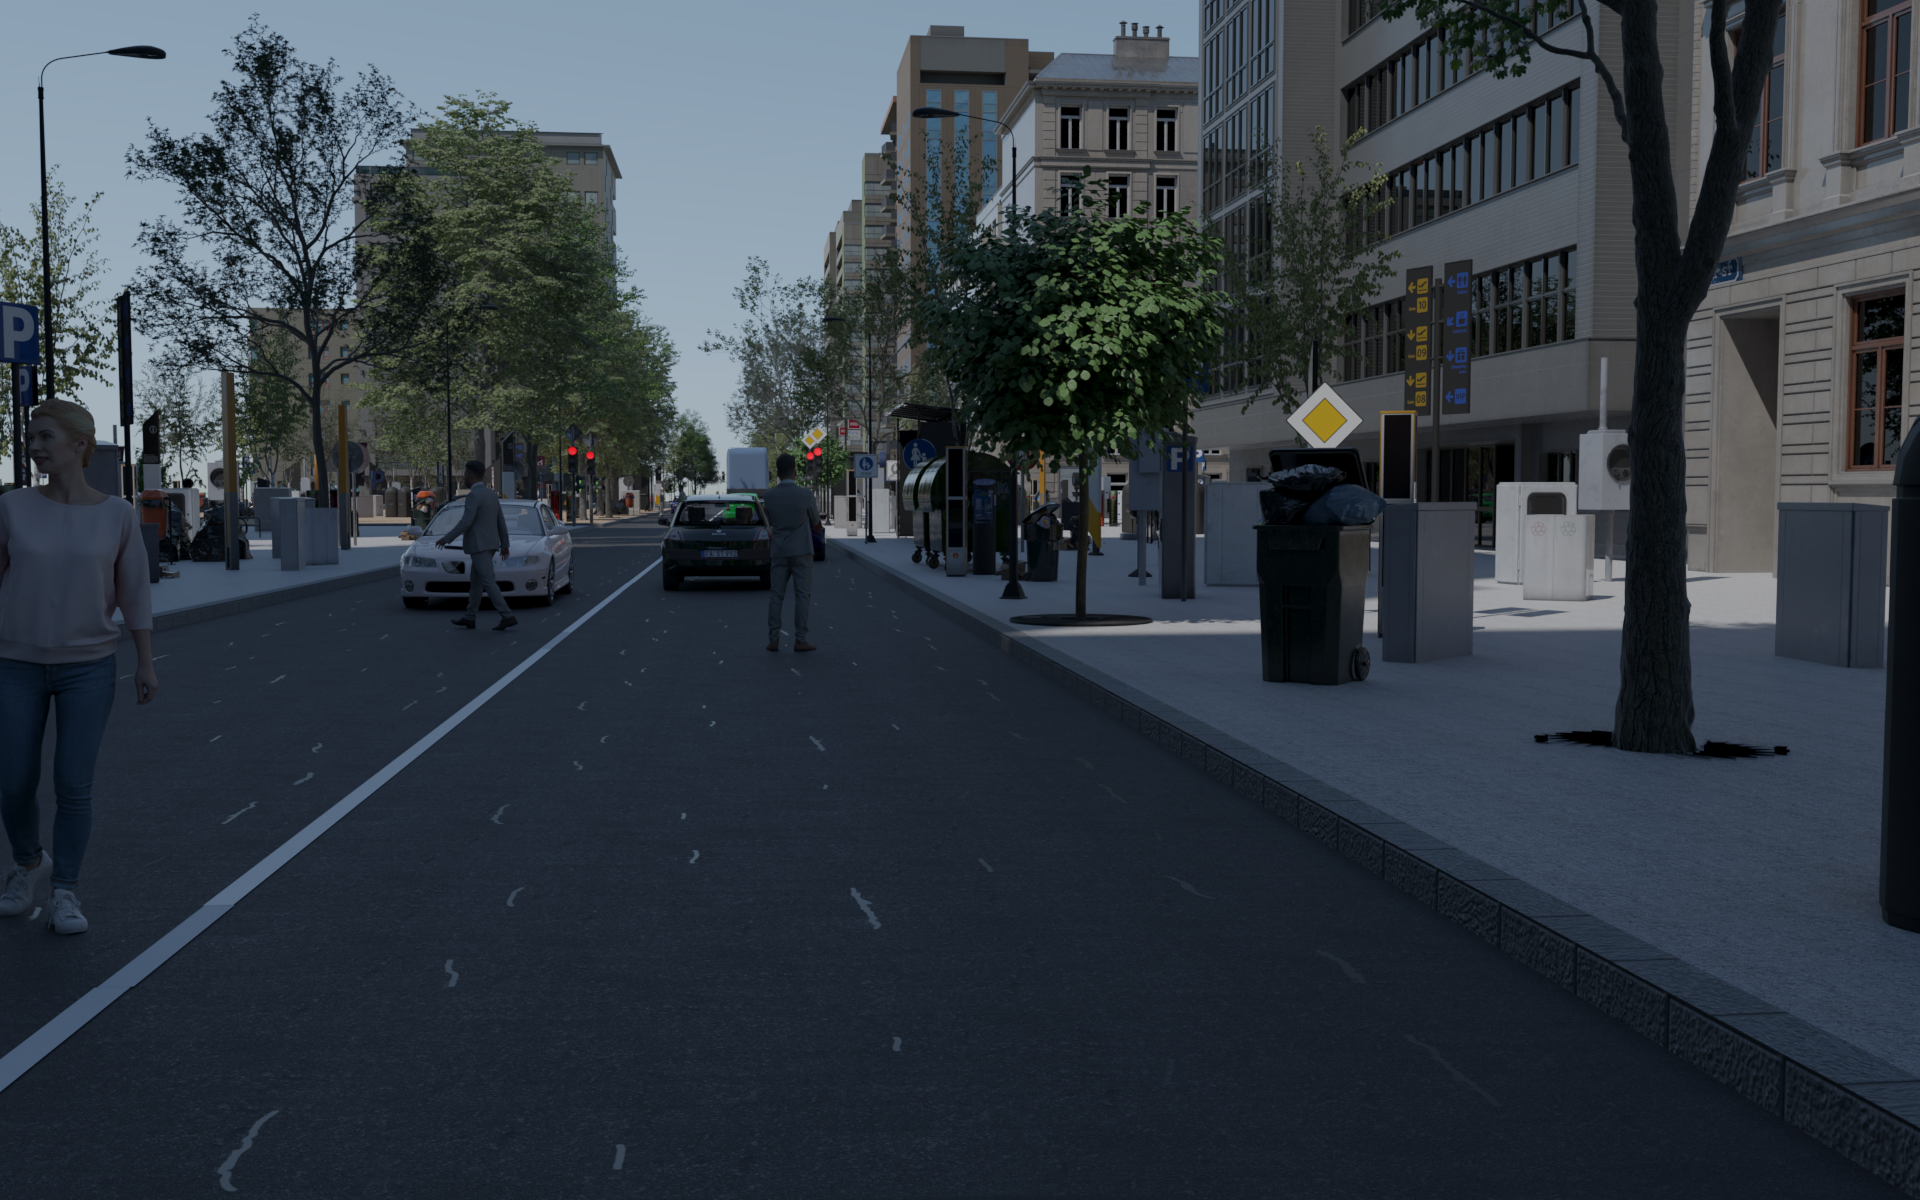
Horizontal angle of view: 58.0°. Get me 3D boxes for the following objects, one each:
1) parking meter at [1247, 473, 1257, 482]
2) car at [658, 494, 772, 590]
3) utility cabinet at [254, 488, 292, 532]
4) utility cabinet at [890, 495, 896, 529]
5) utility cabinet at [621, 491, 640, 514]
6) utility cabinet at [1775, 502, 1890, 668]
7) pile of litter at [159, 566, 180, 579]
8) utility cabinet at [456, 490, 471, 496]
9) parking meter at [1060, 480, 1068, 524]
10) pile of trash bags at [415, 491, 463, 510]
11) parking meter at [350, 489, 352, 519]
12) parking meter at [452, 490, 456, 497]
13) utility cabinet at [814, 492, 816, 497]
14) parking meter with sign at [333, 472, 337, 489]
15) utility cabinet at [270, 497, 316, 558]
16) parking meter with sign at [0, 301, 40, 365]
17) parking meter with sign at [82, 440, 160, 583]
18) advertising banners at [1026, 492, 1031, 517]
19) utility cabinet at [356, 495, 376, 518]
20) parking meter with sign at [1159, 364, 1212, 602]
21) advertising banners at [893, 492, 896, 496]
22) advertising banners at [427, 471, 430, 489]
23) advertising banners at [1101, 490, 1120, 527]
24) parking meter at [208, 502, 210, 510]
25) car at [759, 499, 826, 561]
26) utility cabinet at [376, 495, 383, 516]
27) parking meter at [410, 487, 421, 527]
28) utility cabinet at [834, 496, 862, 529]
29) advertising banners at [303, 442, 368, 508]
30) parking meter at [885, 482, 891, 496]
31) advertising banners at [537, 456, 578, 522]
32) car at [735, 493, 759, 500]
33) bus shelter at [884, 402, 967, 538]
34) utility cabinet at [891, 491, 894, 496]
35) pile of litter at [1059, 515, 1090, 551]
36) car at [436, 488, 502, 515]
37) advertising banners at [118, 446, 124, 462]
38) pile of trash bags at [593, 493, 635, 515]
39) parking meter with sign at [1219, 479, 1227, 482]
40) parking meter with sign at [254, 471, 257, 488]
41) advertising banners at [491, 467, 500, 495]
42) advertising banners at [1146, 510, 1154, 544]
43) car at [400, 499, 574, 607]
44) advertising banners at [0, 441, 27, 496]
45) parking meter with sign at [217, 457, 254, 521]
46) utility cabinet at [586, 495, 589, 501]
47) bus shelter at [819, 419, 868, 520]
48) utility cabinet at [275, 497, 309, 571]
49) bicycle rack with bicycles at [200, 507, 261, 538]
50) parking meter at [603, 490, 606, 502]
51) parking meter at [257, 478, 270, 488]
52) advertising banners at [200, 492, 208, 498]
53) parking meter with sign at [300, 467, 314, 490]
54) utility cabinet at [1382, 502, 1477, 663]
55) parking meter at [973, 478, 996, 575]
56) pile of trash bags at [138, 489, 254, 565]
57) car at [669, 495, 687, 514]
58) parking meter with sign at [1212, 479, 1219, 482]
[{"bbox_3d":[8.013,-2.561,47.590,0.255,1.863,0.399,0,4,2],"label":"parking meter"},{"bbox_3d":[-3.771,-1.071,27.301,2.009,1.686,4.222,0,4,-7],"label":"car"},{"bbox_3d":[-23.206,-3.048,58.513,1.173,1.500,0.318,0,4,-1],"label":"utility cabinet"},{"bbox_3d":[-2.693,-3.234,64.034,0.306,1.237,1.020,-3,4,-37],"label":"utility cabinet"},{"bbox_3d":[-20.846,-6.170,109.555,1.173,1.500,0.318,0,4,2],"label":"utility cabinet"},{"bbox_3d":[6.654,-0.127,13.243,0.306,1.237,1.020,0,4,-4],"label":"utility cabinet"},{"bbox_3d":[-12.733,-0.772,26.591,1.719,0.858,1.176,3,5,43],"label":"pile of litter"},{"bbox_3d":[-25.188,-4.901,88.810,1.173,1.500,0.318,-2,4,-29],"label":"utility cabinet"},{"bbox_3d":[4.257,-3.975,70.704,0.255,1.863,0.399,-1,4,-9],"label":"parking meter"},{"bbox_3d":[-15.409,-2.662,53.269,1.912,1.369,3.447,2,4,25],"label":"pile of trash bags"},{"bbox_3d":[-21.868,-3.421,61.647,0.399,1.863,0.255,-1,4,-17],"label":"parking meter"},{"bbox_3d":[-34.259,-6.643,117.026,0.372,1.533,0.369,0,3,0],"label":"parking meter"},{"bbox_3d":[-10.956,-7.882,137.545,1.173,1.500,0.318,1,4,11],"label":"utility cabinet"},{"bbox_3d":[-40.921,-7.194,113.881,0.543,3.016,1.738,0,4,-4],"label":"parking meter with sign"},{"bbox_3d":[-13.469,-1.460,35.034,0.306,1.237,1.020,1,4,18],"label":"utility cabinet"},{"bbox_3d":[-9.450,-1.211,16.057,1.738,3.016,0.543,1,4,11],"label":"parking meter with sign"},{"bbox_3d":[-12.216,-1.716,24.321,0.543,3.016,1.738,3,4,38],"label":"parking meter with sign"},{"bbox_3d":[2.731,-5.559,87.070,2.074,3.025,0.090,0,4,-5],"label":"advertising banners"},{"bbox_3d":[-32.397,-5.071,94.074,0.306,1.237,1.020,3,4,38],"label":"utility cabinet"},{"bbox_3d":[2.713,-1.538,21.405,0.543,3.016,1.738,0,4,3],"label":"parking meter with sign"},{"bbox_3d":[-3.766,-6.905,109.080,0.090,3.025,2.074,1,4,20],"label":"advertising banners"},{"bbox_3d":[-40.802,-8.397,133.484,0.090,3.025,2.074,0,4,-4],"label":"advertising banners"},{"bbox_3d":[5.548,-4.420,68.452,0.090,3.025,2.074,-3,5,-40],"label":"advertising banners"},{"bbox_3d":[-45.132,-5.872,104.419,0.372,1.533,0.369,0,3,0],"label":"parking meter"},{"bbox_3d":[-3.925,-1.589,38.565,1.945,1.354,3.894,0,4,-7],"label":"car"},{"bbox_3d":[-33.734,-5.452,100.303,0.306,1.237,1.020,0,4,3],"label":"utility cabinet"},{"bbox_3d":[-18.826,-3.153,59.957,0.372,1.533,0.369,0,3,0],"label":"parking meter"},{"bbox_3d":[-4.165,-3.266,64.559,1.020,1.237,0.306,0,4,3],"label":"utility cabinet"},{"bbox_3d":[-20.928,-3.787,58.112,2.074,3.025,0.090,-2,4,-25],"label":"advertising banners"},{"bbox_3d":[-3.320,-4.416,77.918,0.399,1.863,0.255,-1,4,-17],"label":"parking meter"},{"bbox_3d":[-18.511,-5.084,79.316,2.074,3.025,0.090,-3,4,-37],"label":"advertising banners"},{"bbox_3d":[-9.911,-4.316,79.365,1.959,1.807,4.718,0,4,-6],"label":"car"},{"bbox_3d":[-0.964,-3.445,47.615,1.731,3.624,6.357,0,4,-7],"label":"bus shelter"},{"bbox_3d":[-5.716,-7.905,137.930,0.318,1.500,1.173,2,4,34],"label":"utility cabinet"},{"bbox_3d":[2.477,-1.583,39.847,1.176,0.858,1.719,1,4,19],"label":"pile of litter"},{"bbox_3d":[-20.881,-3.856,72.831,4.222,1.686,2.009,0,4,-7],"label":"car"},{"bbox_3d":[-31.200,-4.087,63.016,2.074,3.025,0.090,1,4,18],"label":"advertising banners"},{"bbox_3d":[-20.999,-5.899,106.196,1.912,1.369,3.447,-3,5,-44],"label":"pile of trash bags"},{"bbox_3d":[13.173,-5.611,88.002,1.738,3.016,0.543,-1,4,-11],"label":"parking meter with sign"},{"bbox_3d":[-41.264,-6.435,101.466,0.543,3.016,1.738,-3,5,-40],"label":"parking meter with sign"},{"bbox_3d":[-29.847,-7.045,111.370,0.090,3.025,2.074,-2,4,-28],"label":"advertising banners"},{"bbox_3d":[4.909,-3.015,45.476,0.090,3.025,2.074,0,4,-1],"label":"advertising banners"},{"bbox_3d":[-6.331,-0.683,23.530,2.083,1.381,4.827,0,4,-8],"label":"car"},{"bbox_3d":[-32.768,-3.891,59.801,0.090,3.025,2.074,0,4,-6],"label":"advertising banners"},{"bbox_3d":[-34.396,-5.218,81.570,1.738,3.016,0.543,0,4,5],"label":"parking meter with sign"},{"bbox_3d":[-31.546,-8.288,146.665,0.306,1.237,1.020,-1,4,-18],"label":"utility cabinet"},{"bbox_3d":[-6.040,-6.863,89.836,2.179,5.291,8.768,0,4,-7],"label":"bus shelter"},{"bbox_3d":[-11.333,-1.116,29.407,0.306,1.237,1.020,-1,4,-14],"label":"utility cabinet"},{"bbox_3d":[-21.716,-2.265,50.417,2.925,0.926,2.852,2,4,27],"label":"bicycle rack with bicycles"},{"bbox_3d":[-24.285,-6.754,118.833,0.372,1.533,0.369,0,3,0],"label":"parking meter"},{"bbox_3d":[-24.812,-3.429,61.768,0.399,1.863,0.255,0,4,4],"label":"parking meter"},{"bbox_3d":[-56.842,-8.275,131.488,2.074,3.025,0.090,1,4,14],"label":"advertising banners"},{"bbox_3d":[-42.870,-7.177,113.608,1.738,3.016,0.543,2,4,29],"label":"parking meter with sign"},{"bbox_3d":[3.668,-0.146,13.552,0.306,1.237,1.020,3,5,41],"label":"utility cabinet"},{"bbox_3d":[0.385,-1.168,27.506,0.372,1.533,0.369,0,3,0],"label":"parking meter"},{"bbox_3d":[-14.695,-1.405,32.728,1.912,1.369,3.447,0,4,-7],"label":"pile of trash bags"},{"bbox_3d":[-20.136,-6.921,125.746,1.945,1.354,3.894,-1,4,-9],"label":"car"},{"bbox_3d":[9.340,-4.296,66.493,0.543,3.016,1.738,2,4,25],"label":"parking meter with sign"}]
